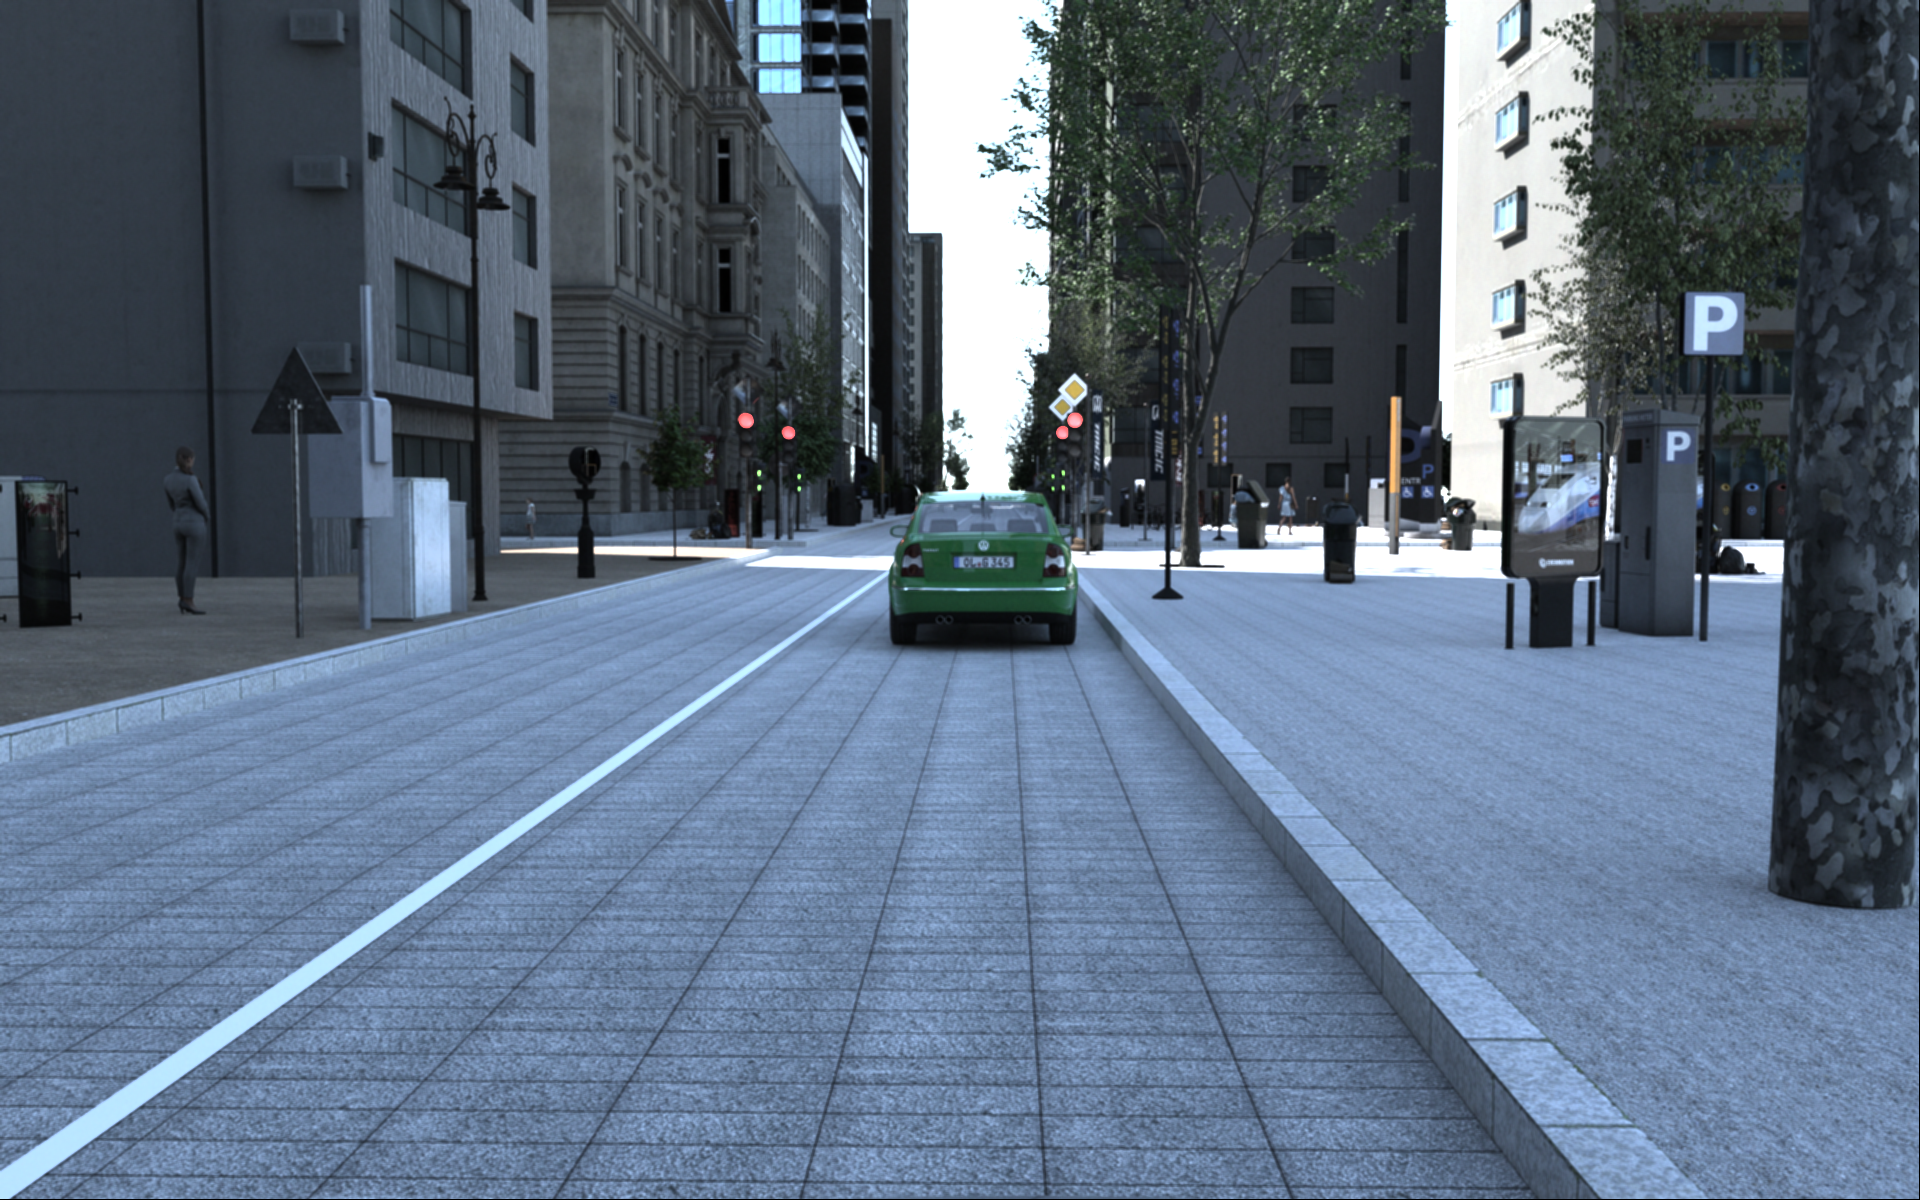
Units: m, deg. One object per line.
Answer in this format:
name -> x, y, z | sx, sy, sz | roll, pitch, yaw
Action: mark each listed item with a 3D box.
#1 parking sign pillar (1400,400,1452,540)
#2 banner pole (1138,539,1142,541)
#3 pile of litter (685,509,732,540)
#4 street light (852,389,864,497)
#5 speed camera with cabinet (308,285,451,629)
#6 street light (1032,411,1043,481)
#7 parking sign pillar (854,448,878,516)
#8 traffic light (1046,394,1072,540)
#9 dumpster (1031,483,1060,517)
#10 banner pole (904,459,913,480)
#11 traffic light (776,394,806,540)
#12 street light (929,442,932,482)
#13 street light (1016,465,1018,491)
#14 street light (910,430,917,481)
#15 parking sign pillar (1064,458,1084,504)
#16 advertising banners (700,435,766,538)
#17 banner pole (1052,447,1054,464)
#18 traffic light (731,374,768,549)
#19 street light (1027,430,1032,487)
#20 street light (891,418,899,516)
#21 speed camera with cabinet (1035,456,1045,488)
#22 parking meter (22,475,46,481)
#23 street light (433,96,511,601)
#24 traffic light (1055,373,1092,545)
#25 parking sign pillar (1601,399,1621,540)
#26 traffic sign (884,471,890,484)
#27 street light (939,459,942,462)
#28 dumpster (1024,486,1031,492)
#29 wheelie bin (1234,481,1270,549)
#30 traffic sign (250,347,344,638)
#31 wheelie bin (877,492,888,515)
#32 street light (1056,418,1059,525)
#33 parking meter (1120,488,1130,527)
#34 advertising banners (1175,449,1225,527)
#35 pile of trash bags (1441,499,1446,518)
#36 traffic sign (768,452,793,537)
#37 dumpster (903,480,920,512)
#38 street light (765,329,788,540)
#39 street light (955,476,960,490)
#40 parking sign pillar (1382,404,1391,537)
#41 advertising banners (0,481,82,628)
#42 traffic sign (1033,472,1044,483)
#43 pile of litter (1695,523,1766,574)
parking sign pillar -> 13.394, -3.715, 49.209 | 1.447, 3.967, 1.447 | 2, 4, 23
banner pole -> 5.169, -3.550, 48.064 | 0.401, 3.779, 0.863 | 1, 4, 10
pile of litter -> -7.183, -2.158, 49.256 | 1.176, 0.858, 1.719 | 3, 5, 39
street light -> -4.514, -6.343, 76.492 | 0.468, 5.910, 1.993 | 0, 4, 1
speed camera with cabinet -> -5.751, -1.400, 17.218 | 0.660, 3.252, 2.038 | 0, 4, 6
street light -> 4.371, -7.478, 95.060 | 0.468, 5.910, 1.993 | 0, 4, 1
parking sign pillar -> -5.488, -6.854, 100.531 | 1.447, 3.967, 1.447 | 1, 4, 12
traffic light -> 2.830, -3.628, 48.240 | 0.839, 4.253, 0.868 | 0, 4, 1
dumpster -> 3.986, -4.441, 78.374 | 1.264, 1.857, 1.865 | 0, 4, 1
banner pole -> -3.601, -8.153, 123.326 | 0.863, 3.779, 0.401 | -1, 4, -9
traffic light -> -4.730, -3.638, 48.404 | 0.839, 4.253, 0.868 | 0, 4, 1
street light -> -2.668, -10.982, 152.349 | 0.468, 5.910, 1.993 | 0, 4, 1
street light -> 6.989, -13.864, 199.460 | 0.468, 5.910, 1.993 | 0, 4, 1
street light -> -3.376, -9.330, 125.336 | 0.468, 5.910, 1.993 | 0, 4, 1
parking sign pillar -> 6.489, -6.641, 97.056 | 1.447, 3.967, 1.447 | 0, 4, 1
advertising banners -> -6.720, -3.364, 51.185 | 2.074, 3.025, 0.090 | 1, 4, 18
banner pole -> 4.962, -6.255, 92.280 | 0.401, 3.779, 0.863 | 0, 4, 6
traffic light -> -4.921, -3.150, 40.421 | 0.839, 4.253, 0.868 | 0, 4, 1
street light -> 5.075, -9.156, 122.482 | 0.468, 5.910, 1.993 | 0, 4, 1
street light -> -3.811, -7.995, 103.505 | 0.468, 5.910, 1.993 | 0, 4, 1
speed camera with cabinet -> 4.127, -5.757, 88.456 | 0.660, 3.252, 2.038 | 0, 4, 4
parking meter -> -12.523, -0.916, 23.382 | 0.372, 1.533, 0.369 | 0, 3, 0
street light -> -5.789, -2.931, 20.715 | 0.468, 5.910, 1.993 | 0, 4, 1
traffic light -> 2.638, -3.140, 40.257 | 0.839, 4.253, 0.868 | 0, 4, 1
parking sign pillar -> 17.995, -3.690, 48.808 | 1.447, 3.967, 1.447 | 2, 4, 26
traffic sign -> -4.266, -5.854, 95.826 | 0.768, 2.556, 0.104 | 1, 4, 11
street light -> -2.070, -12.635, 179.364 | 0.468, 5.910, 1.993 | 0, 4, 1
dumpster -> 4.685, -6.335, 109.329 | 1.264, 1.857, 1.865 | 0, 4, 1
wheelie bin -> 6.848, -2.010, 40.767 | 0.693, 1.594, 0.980 | 2, 4, 29
traffic sign -> -5.892, -0.940, 15.378 | 0.884, 2.594, 0.081 | 1, 4, 9
wheelie bin -> -4.921, -6.059, 106.974 | 0.980, 1.594, 0.693 | 1, 4, 12
street light -> 3.855, -5.826, 68.043 | 0.468, 5.910, 1.993 | 0, 4, 1
parking meter -> 6.420, -3.611, 67.459 | 0.372, 1.533, 0.369 | 0, 3, 0
advertising banners -> 9.288, -4.352, 67.343 | 2.074, 3.025, 0.090 | 0, 4, -3
pile of trash bags -> 25.077, -5.096, 93.067 | 1.912, 1.369, 3.447 | 2, 4, 28
traffic sign -> -5.376, -3.167, 51.887 | 0.768, 2.556, 0.104 | 1, 4, 9
dumpster -> -3.543, -7.111, 118.756 | 1.502, 2.255, 1.985 | 0, 4, 1
street light -> -5.151, -4.640, 48.658 | 0.468, 5.910, 1.993 | 0, 4, 1
street light -> -0.073, -17.710, 262.343 | 0.468, 5.910, 1.993 | 0, 4, 1
parking sign pillar -> 13.349, -3.860, 51.579 | 1.447, 3.967, 1.447 | 1, 4, 19
advertising banners -> -9.373, -1.222, 16.166 | 2.074, 3.025, 0.090 | -3, 5, -42
traffic sign -> 4.644, -6.148, 100.631 | 0.768, 2.556, 0.104 | 0, 4, 4
pile of litter -> 12.119, -0.867, 28.147 | 1.719, 0.858, 1.176 | 3, 5, 42
